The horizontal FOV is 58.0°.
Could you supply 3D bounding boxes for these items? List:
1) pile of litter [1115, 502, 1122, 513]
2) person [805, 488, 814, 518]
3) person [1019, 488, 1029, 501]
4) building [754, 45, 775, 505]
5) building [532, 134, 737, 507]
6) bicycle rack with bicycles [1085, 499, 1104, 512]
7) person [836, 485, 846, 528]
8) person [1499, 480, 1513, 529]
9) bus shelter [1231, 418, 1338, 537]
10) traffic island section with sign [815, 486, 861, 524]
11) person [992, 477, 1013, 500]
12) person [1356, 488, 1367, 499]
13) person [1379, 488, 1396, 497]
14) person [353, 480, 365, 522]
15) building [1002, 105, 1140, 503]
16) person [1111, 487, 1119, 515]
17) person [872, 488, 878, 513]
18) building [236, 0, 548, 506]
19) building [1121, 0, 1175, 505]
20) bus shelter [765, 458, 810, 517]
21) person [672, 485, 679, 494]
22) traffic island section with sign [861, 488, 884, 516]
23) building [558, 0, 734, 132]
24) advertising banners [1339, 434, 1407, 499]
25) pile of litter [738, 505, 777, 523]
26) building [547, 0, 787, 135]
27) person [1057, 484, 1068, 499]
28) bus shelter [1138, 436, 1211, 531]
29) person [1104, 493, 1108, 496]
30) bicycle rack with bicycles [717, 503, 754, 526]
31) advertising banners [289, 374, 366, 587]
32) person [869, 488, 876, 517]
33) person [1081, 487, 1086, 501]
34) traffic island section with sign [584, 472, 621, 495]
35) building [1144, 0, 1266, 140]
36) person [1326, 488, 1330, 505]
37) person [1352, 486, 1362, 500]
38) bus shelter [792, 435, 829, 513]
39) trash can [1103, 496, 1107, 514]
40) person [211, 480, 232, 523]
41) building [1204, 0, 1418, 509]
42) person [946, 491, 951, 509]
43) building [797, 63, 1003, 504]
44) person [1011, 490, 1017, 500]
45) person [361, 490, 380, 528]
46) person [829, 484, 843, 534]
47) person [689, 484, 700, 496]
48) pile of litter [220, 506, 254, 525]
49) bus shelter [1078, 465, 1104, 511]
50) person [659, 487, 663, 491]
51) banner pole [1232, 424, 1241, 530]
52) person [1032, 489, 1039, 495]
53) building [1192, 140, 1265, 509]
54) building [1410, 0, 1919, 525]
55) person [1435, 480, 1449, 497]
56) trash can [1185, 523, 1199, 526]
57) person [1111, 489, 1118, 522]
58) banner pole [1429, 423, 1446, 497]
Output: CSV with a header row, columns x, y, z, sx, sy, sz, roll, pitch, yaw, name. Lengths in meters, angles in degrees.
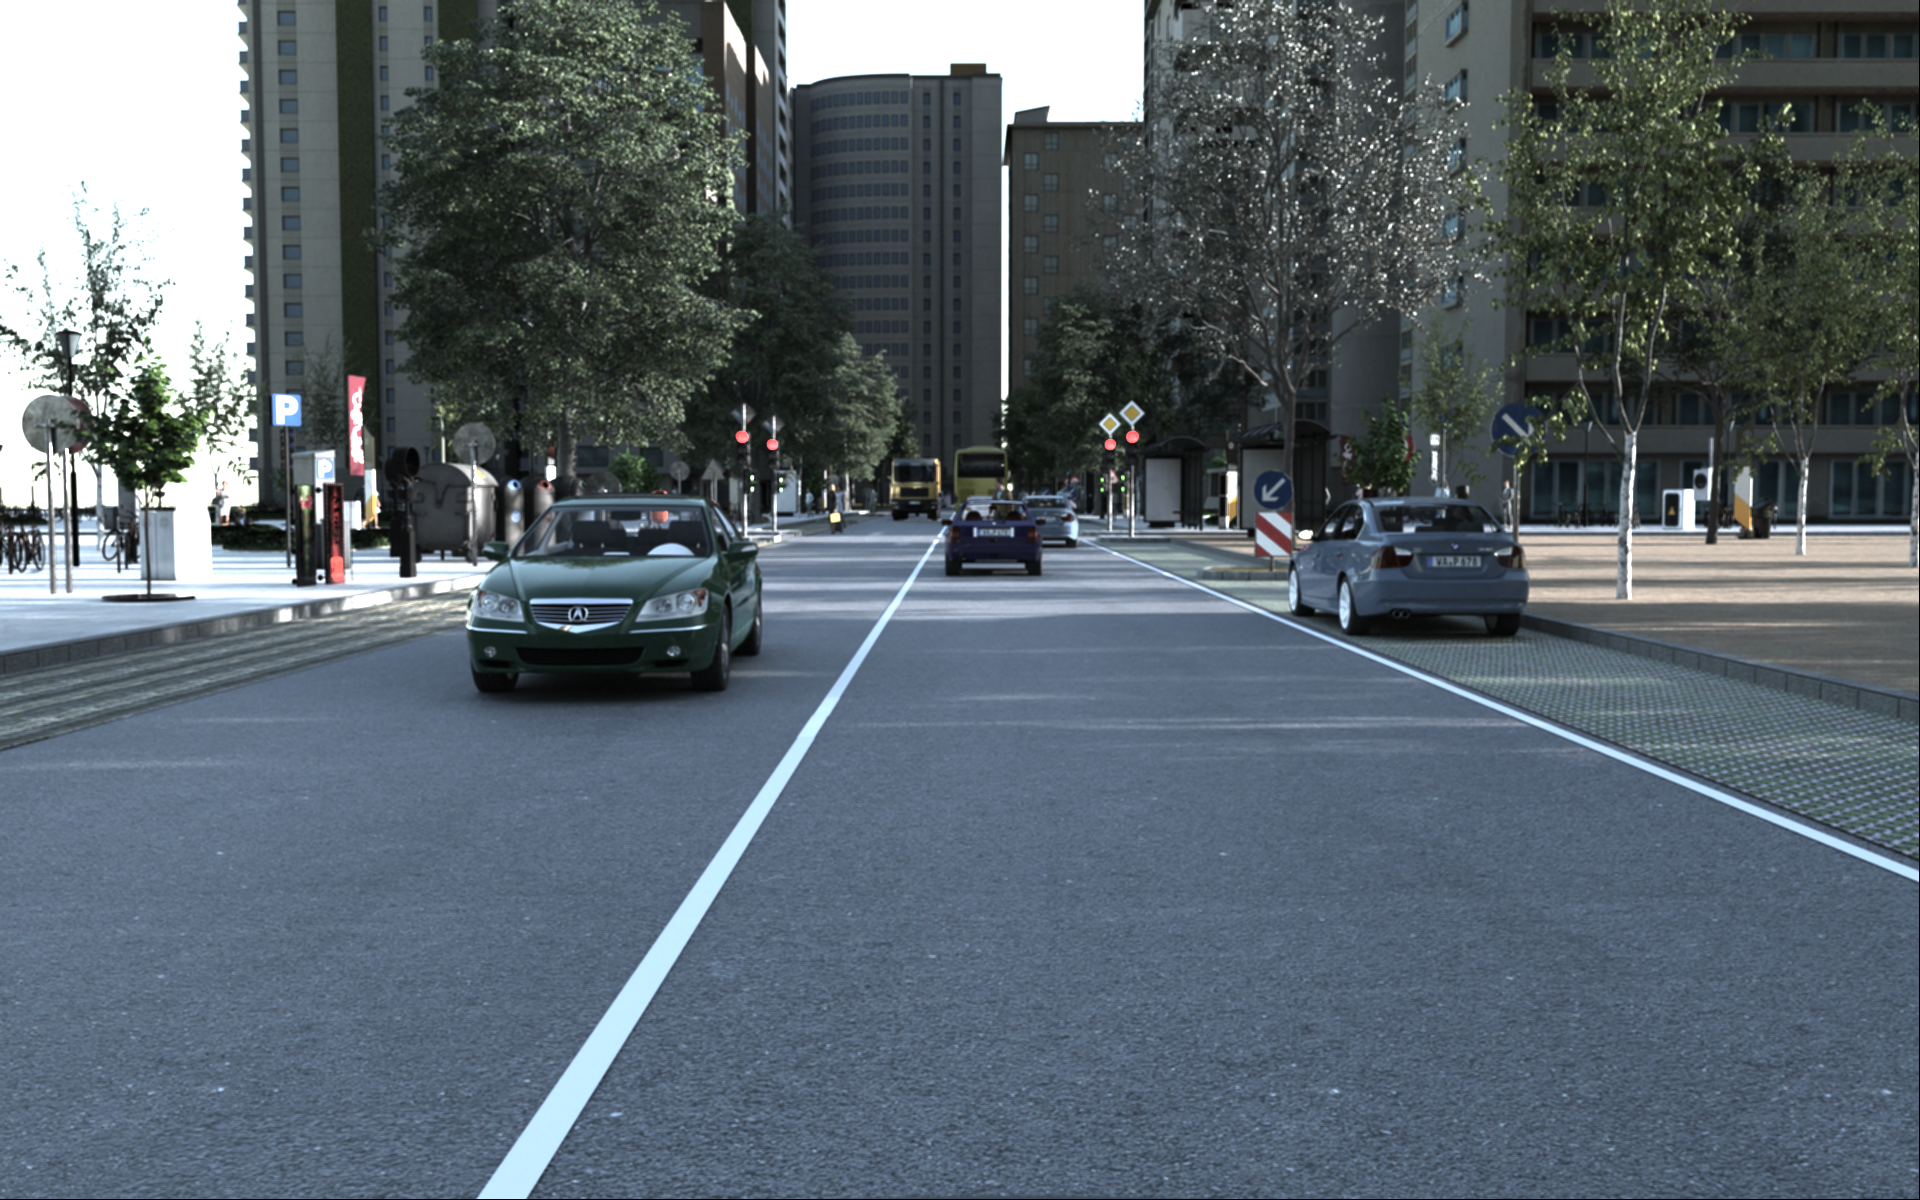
x,y,z,sx,sy,sz,roll,pitch,yaw,name
10.722,-6.178,114.973,1.176,0.858,1.719,0,4,-4,pile of litter
-8.164,-5.242,93.560,0.330,1.601,0.589,-3,4,-38,person
3.714,-5.574,99.728,0.694,1.812,0.767,-1,4,-10,person
-26.047,-31.841,170.712,14.600,45.320,14.200,0,4,0,building
-26.369,-22.660,142.198,14.160,30.474,14.107,0,4,0,building
9.412,-6.548,120.438,2.852,0.926,2.925,-1,4,-11,bicycle rack with bicycles
-5.023,-3.839,71.363,0.616,1.811,0.778,2,4,29,person
19.887,-3.475,63.128,0.520,1.790,0.573,2,4,26,person
9.122,-3.379,49.170,2.014,3.302,5.546,0,4,0,bus shelter
-6.029,-4.644,84.555,1.989,1.847,2.006,0,4,0,traffic island section with sign
0.983,-2.072,42.283,0.656,1.842,0.836,0,3,0,person
14.745,-3.441,62.891,0.593,1.750,0.643,-1,4,-20,person
10.591,-2.235,42.771,0.537,1.800,0.526,-2,4,-28,person
-24.408,-3.983,70.950,0.659,1.850,0.755,2,4,28,person
19.950,-39.993,243.127,27.495,52.752,28.713,0,4,0,building
9.580,-6.162,107.465,0.731,1.740,0.598,-3,5,-43,person
-6.586,-7.562,131.500,0.474,1.900,0.648,3,5,43,person
-61.892,-39.581,189.151,28.212,58.520,21.231,0,4,0,building
28.829,-45.854,187.957,20.563,71.187,20.611,0,4,0,building
-9.946,-6.512,100.389,2.014,3.302,5.546,0,4,0,bus shelter
-16.883,-5.936,103.193,0.616,1.811,0.778,-2,4,-30,person
-5.912,-6.298,111.596,1.989,1.847,2.006,0,4,0,traffic island section with sign
-26.987,-30.955,156.218,14.600,45.320,14.200,0,4,0,building
12.038,-3.329,50.622,2.074,3.025,0.090,2,4,33,advertising banners
-8.975,-3.856,77.007,1.719,0.858,1.176,1,4,15,pile of litter
-33.227,-39.557,188.750,28.212,58.520,21.231,0,4,0,building
4.064,-3.702,68.885,0.638,1.841,0.748,-2,4,-29,person
7.747,-4.233,63.127,2.014,3.302,5.546,0,3,0,bus shelter
16.673,-11.495,194.712,1.217,1.735,0.721,-1,4,-11,person
-10.053,-3.448,69.752,2.852,0.926,2.925,-3,5,-43,bicycle rack with bicycles
-8.977,-1.747,24.744,0.090,3.025,2.074,1,4,10,advertising banners
-5.586,-6.199,109.945,0.391,1.810,0.635,-3,5,-41,person
8.059,-6.548,113.592,0.782,1.767,0.515,2,4,30,person
-6.258,-1.313,30.098,1.989,1.847,2.006,0,4,0,traffic island section with sign
33.054,-35.184,164.494,28.713,52.752,27.495,0,4,0,building
13.338,-3.544,64.087,0.635,1.810,0.391,-1,4,-14,person
15.295,-3.726,66.326,0.474,1.900,0.648,-2,4,-27,person
-10.526,-8.753,120.750,2.179,5.291,8.768,0,3,0,bus shelter
9.156,-6.080,111.066,0.748,1.137,0.748,0,3,0,trash can
-26.687,-3.438,62.612,0.716,1.782,0.532,-1,4,-23,person
33.132,-25.759,113.043,32.217,40.220,23.993,0,4,0,building
-1.058,-9.411,163.043,0.551,1.740,0.621,-2,4,-25,person
-8.362,-42.710,240.308,28.212,58.520,21.231,0,4,0,building
4.114,-7.819,136.892,0.990,1.755,0.434,3,4,37,person
-21.386,-3.477,62.988,0.616,1.811,0.778,2,4,34,person
-4.552,-3.336,63.266,0.699,1.804,1.509,1,4,12,person
-14.952,-5.617,97.659,0.659,1.850,0.755,1,4,10,person
-25.516,-2.865,60.813,1.176,0.858,1.719,3,4,38,pile of litter
10.042,-9.343,130.389,2.179,5.291,8.768,0,3,0,bus shelter
-20.846,-6.997,121.036,0.643,1.750,0.593,-2,4,-27,person
9.887,-4.367,61.412,0.401,3.779,0.863,0,4,2,banner pole
5.740,-7.519,131.532,0.679,1.850,0.850,-1,4,-12,person
26.223,-22.791,144.332,14.160,30.474,14.107,0,4,0,building
33.135,-27.992,81.374,21.600,48.544,21.300,0,4,0,building
17.919,-3.565,64.589,0.793,1.790,0.793,2,4,30,person
9.312,-3.533,69.419,0.748,1.137,0.748,0,3,0,trash can
7.041,-4.342,79.632,0.523,1.515,0.503,1,4,15,person
16.832,-4.342,61.004,0.863,3.779,0.401,-2,4,-25,banner pole
